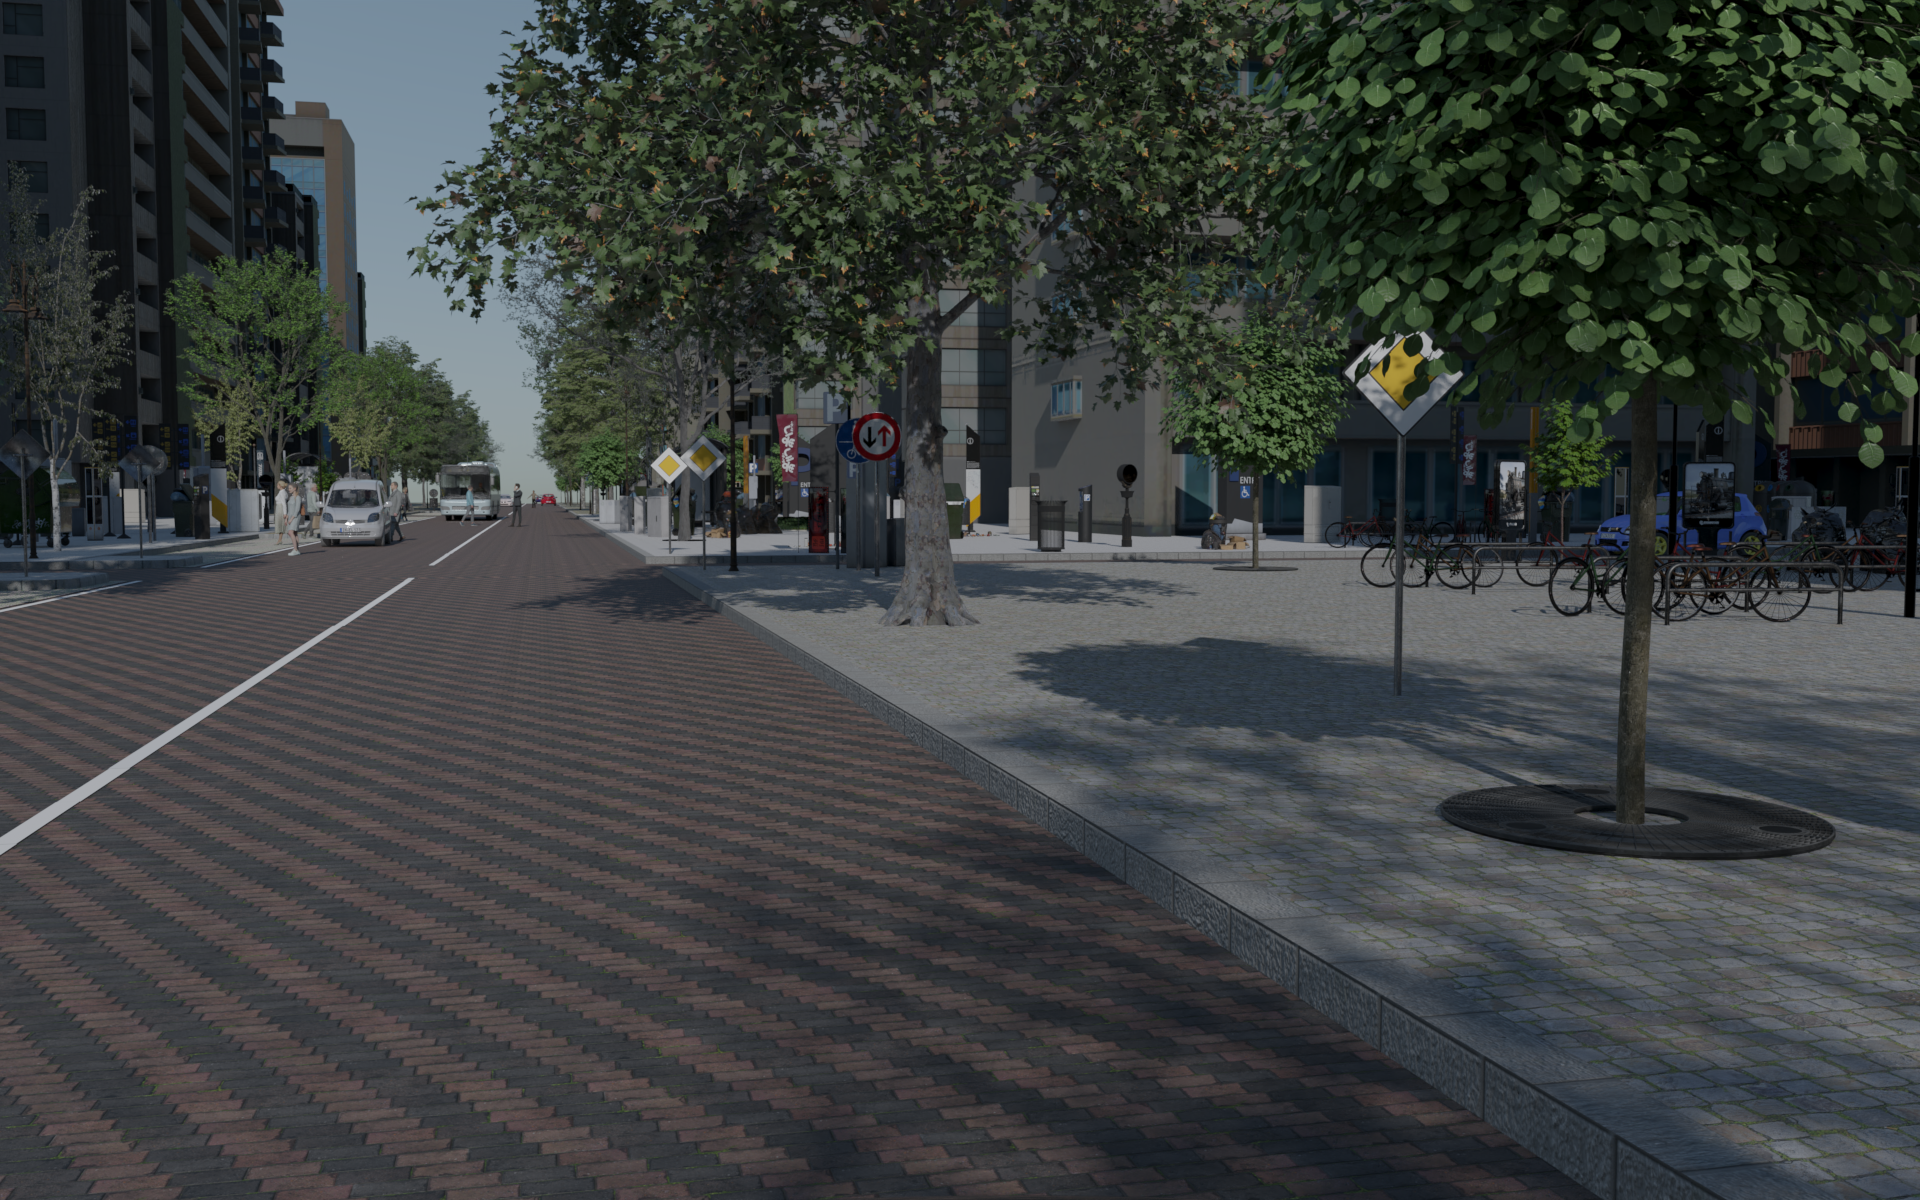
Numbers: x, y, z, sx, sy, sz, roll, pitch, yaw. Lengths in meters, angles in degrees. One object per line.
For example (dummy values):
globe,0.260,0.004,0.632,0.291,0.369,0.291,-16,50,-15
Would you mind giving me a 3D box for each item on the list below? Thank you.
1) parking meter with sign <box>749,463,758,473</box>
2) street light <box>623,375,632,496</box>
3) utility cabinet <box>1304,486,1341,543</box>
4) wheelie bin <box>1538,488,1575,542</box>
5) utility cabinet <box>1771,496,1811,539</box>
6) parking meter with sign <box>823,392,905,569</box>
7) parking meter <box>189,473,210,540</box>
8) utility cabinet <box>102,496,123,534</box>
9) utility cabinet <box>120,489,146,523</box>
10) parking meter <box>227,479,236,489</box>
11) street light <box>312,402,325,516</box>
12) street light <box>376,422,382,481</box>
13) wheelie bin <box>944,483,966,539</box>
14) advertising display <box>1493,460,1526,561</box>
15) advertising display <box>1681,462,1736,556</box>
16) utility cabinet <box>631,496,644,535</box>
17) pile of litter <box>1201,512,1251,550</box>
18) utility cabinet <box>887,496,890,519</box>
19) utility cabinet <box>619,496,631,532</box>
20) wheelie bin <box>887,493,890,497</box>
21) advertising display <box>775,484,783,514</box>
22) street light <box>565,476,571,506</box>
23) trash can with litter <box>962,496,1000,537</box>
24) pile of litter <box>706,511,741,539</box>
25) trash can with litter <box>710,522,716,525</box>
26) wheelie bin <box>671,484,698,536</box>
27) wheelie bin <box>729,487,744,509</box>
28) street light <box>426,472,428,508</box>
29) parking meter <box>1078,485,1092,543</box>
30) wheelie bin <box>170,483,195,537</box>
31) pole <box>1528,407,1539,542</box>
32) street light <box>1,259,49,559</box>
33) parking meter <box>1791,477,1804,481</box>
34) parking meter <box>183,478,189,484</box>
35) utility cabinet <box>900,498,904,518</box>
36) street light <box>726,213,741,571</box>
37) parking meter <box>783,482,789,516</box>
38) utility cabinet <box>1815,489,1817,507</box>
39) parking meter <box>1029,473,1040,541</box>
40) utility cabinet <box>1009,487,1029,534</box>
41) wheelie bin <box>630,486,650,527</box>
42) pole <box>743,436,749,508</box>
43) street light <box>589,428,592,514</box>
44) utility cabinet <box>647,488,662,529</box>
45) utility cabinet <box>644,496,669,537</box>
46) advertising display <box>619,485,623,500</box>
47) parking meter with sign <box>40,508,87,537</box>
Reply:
parking meter with sign,-11.728,-6.139,96.626,0.543,3.016,1.738,0,4,7
street light,-12.339,-5.586,64.111,0.468,5.910,1.993,-1,4,-14
utility cabinet,9.548,-2.255,45.541,1.173,1.500,0.318,-3,5,-40
wheelie bin,16.068,-2.364,46.563,0.980,1.594,0.693,-1,4,-10
utility cabinet,23.669,-2.336,49.357,0.306,1.237,1.020,-3,4,-36
parking meter with sign,-1.599,-2.072,30.137,0.543,3.016,1.738,3,4,36
parking meter,-21.436,-2.644,48.945,0.255,1.863,0.399,1,4,20
utility cabinet,-27.186,-2.717,55.581,0.306,1.237,1.020,-3,5,-43
utility cabinet,-36.684,-4.160,76.698,1.173,1.500,0.318,1,4,14
parking meter,-28.686,-3.815,68.083,0.399,1.863,0.255,1,4,22
street light,-29.518,-6.553,79.922,0.468,5.910,1.993,-1,4,-14
street light,-36.390,-8.311,108.679,0.468,5.910,1.993,-1,4,-14
wheelie bin,-0.326,-2.536,49.373,0.980,1.594,0.693,-2,4,-27
advertising display,10.386,-1.683,32.739,0.974,1.923,0.123,-3,5,-42
advertising display,14.935,-1.796,34.572,0.974,1.923,0.123,1,4,13
utility cabinet,-10.230,-2.701,55.324,0.306,1.237,1.020,0,4,-6
pile of litter,6.281,-1.623,40.498,1.719,0.858,1.176,-3,5,-44
utility cabinet,-2.845,-2.893,58.470,1.020,1.237,0.306,-3,5,-40
utility cabinet,-11.516,-2.971,59.739,0.306,1.237,1.020,0,4,-4
wheelie bin,-3.032,-3.397,63.455,0.980,1.594,0.693,-1,4,-19
advertising display,-11.661,-6.532,112.003,0.123,1.923,0.974,-3,4,-37
street light,-41.463,-12.929,184.171,0.468,5.910,1.993,-1,4,-14
trash can with litter,0.459,-2.538,52.546,2.233,1.210,1.678,-3,5,-40
pile of litter,-6.981,-2.257,50.867,1.176,0.858,1.719,1,4,15
trash can with litter,-10.123,-3.723,72.258,0.624,1.170,1.055,0,4,1
wheelie bin,-8.470,-2.776,53.297,0.693,1.594,0.980,1,4,11
wheelie bin,-9.721,-4.137,75.541,0.980,1.594,0.693,0,4,-4
street light,-47.651,-11.134,154.822,0.468,5.910,1.993,-1,4,-14
parking meter,3.319,-2.295,45.938,0.372,1.533,0.369,0,3,0
wheelie bin,-23.156,-2.684,51.784,0.693,1.594,0.980,0,4,0
pole,13.475,-2.865,40.687,0.158,3.312,0.155,0,3,0
street light,-18.428,-3.761,34.274,0.468,5.910,1.993,-1,4,-14
parking meter,28.314,-3.238,58.659,0.399,1.863,0.255,3,5,41
parking meter,-28.128,-3.518,63.236,0.255,1.863,0.399,1,4,11
utility cabinet,-1.741,-3.576,67.143,1.173,1.500,0.318,-2,4,-30
street light,-3.767,-3.417,28.653,0.468,5.910,1.993,-1,4,-14
parking meter,-8.426,-4.791,84.039,0.255,1.863,0.399,1,4,13
utility cabinet,31.102,-3.339,63.271,0.318,1.500,1.173,2,4,30
parking meter,2.038,-2.545,47.328,0.255,1.863,0.399,0,4,-3
utility cabinet,2.000,-2.840,55.109,0.318,1.500,1.173,3,4,36
wheelie bin,-12.573,-3.699,68.390,0.980,1.594,0.693,-2,4,-30
pole,-7.471,-4.081,60.574,0.158,3.312,0.155,0,3,0
street light,-23.462,-8.377,109.752,0.468,5.910,1.993,-1,4,-14
utility cabinet,-10.919,-3.249,61.800,0.318,1.500,1.173,-1,4,-22
utility cabinet,-8.991,-2.474,51.603,0.306,1.237,1.020,-2,4,-33
advertising display,-20.220,-6.037,103.915,0.123,1.923,0.974,0,4,8
parking meter with sign,-27.309,-3.416,52.118,1.738,3.016,0.543,-1,4,-18
